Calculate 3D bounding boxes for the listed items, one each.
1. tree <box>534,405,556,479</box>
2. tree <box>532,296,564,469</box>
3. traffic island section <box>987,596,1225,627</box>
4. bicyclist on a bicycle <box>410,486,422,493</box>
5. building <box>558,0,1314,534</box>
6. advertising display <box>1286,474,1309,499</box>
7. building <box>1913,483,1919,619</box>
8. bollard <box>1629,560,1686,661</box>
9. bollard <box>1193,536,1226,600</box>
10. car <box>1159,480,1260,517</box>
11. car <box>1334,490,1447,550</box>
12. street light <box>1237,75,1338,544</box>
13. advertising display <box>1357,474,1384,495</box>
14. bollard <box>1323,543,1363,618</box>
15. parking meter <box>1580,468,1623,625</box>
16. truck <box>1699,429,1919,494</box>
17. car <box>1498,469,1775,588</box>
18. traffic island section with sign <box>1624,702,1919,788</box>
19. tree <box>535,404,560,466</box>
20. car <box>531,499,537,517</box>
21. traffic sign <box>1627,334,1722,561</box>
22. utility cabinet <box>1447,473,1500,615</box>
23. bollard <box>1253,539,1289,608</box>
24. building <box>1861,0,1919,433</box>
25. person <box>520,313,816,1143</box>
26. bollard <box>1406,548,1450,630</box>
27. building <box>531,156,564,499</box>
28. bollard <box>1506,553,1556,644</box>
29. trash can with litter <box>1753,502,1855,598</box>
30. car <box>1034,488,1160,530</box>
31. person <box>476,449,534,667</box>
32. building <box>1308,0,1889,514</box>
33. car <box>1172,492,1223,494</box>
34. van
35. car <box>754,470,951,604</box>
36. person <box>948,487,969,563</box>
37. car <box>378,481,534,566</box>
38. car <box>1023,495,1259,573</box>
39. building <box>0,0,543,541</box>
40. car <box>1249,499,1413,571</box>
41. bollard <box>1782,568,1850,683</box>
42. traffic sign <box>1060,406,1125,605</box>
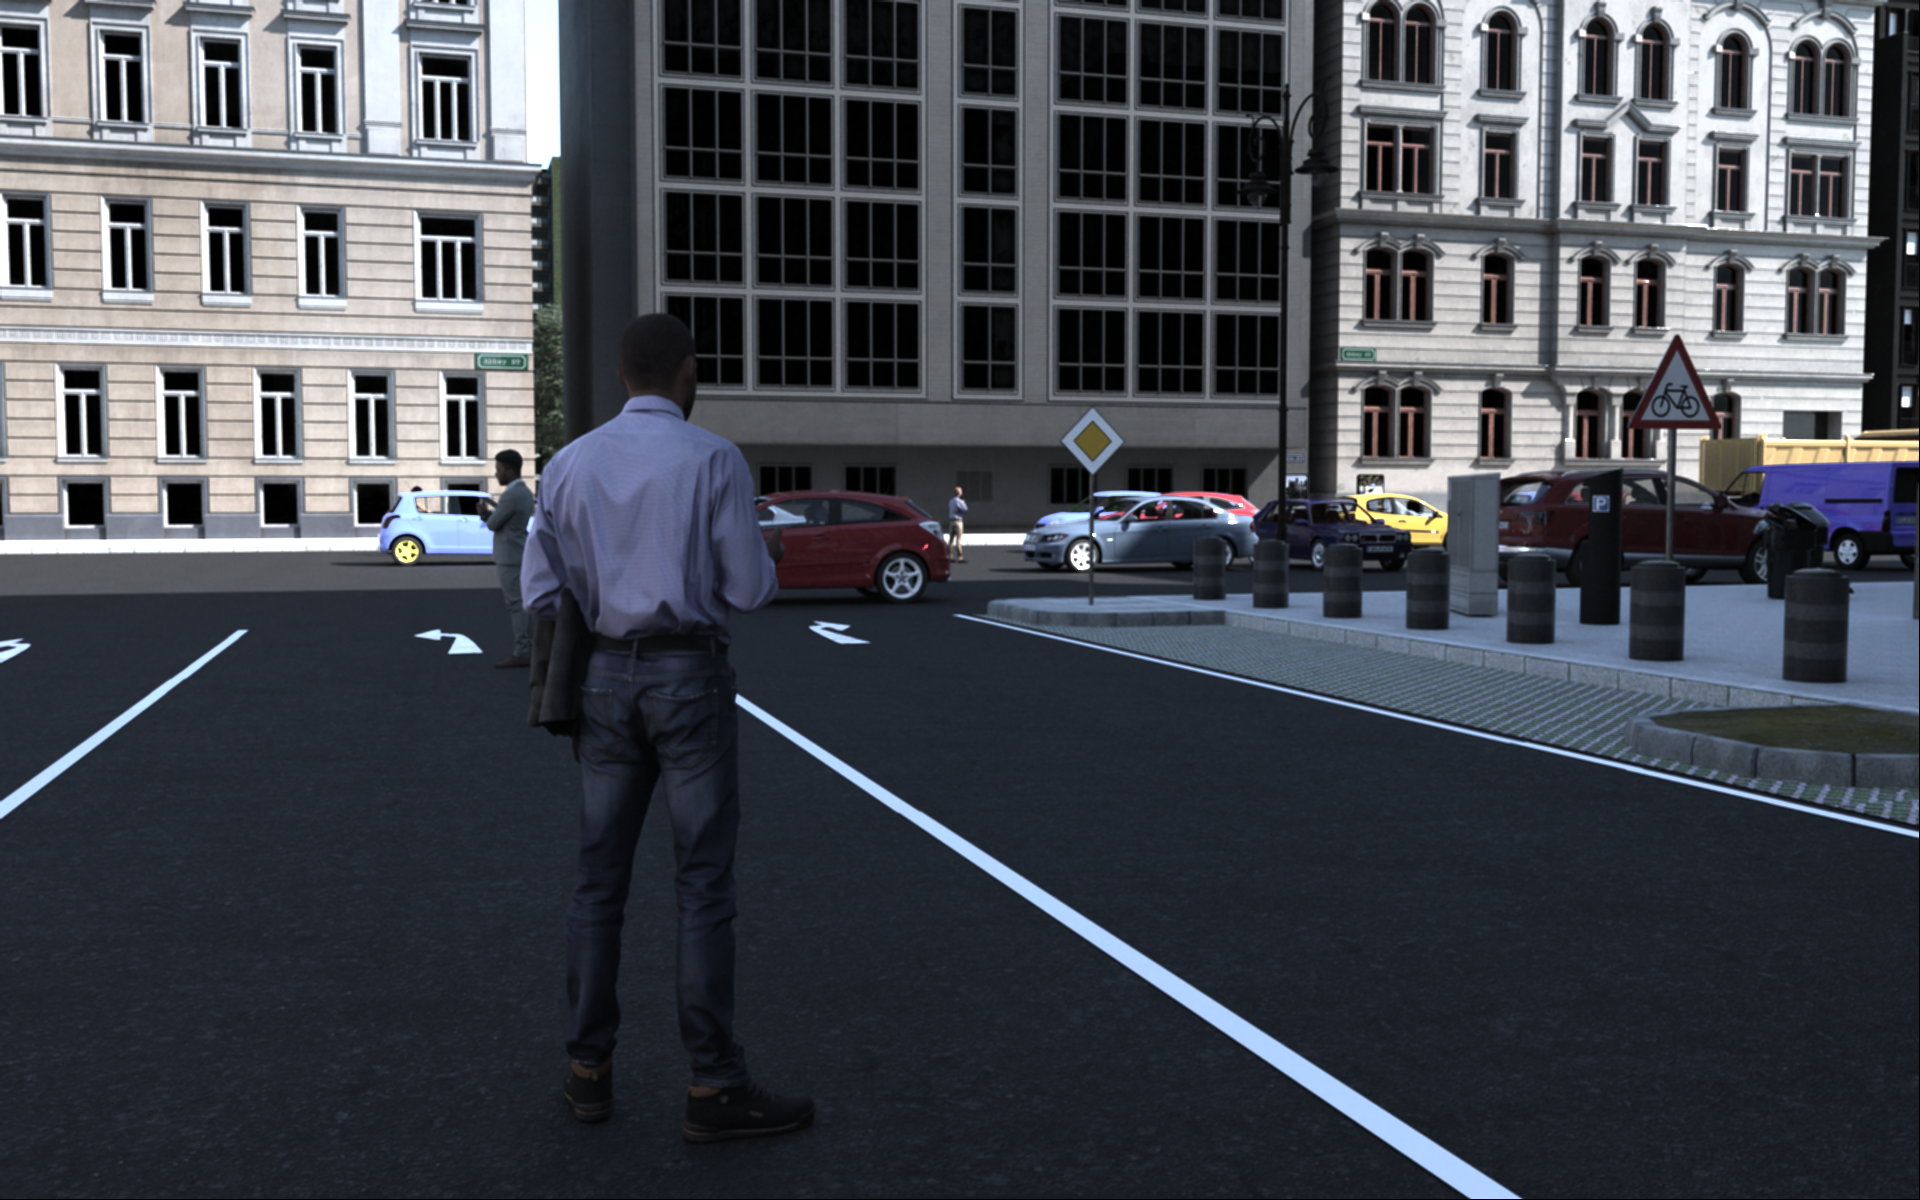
[{"bbox_3d":[-42.599,-15.251,171.406,6.751,12.117,7.091,0,3,0],"label":"tree"},{"bbox_3d":[-24.331,-12.469,110.526,9.857,13.997,8.962,0,3,0],"label":"tree"},{"bbox_3d":[1.531,0.139,20.013,2.009,0.180,2.903,-1,4,-17],"label":"traffic island section"},{"bbox_3d":[-12.611,-1.859,40.416,1.625,1.676,1.499,-1,4,-16],"label":"bicyclist on a bicycle"},{"bbox_3d":[-1.149,-16.289,59.827,24.014,27.812,14.314,-1,4,-17],"label":"building"},{"bbox_3d":[10.781,-3.105,55.987,0.974,1.923,0.123,2,4,26],"label":"advertising display"},{"bbox_3d":[20.902,-10.541,5.632,16.112,22.955,30.059,-1,4,-17],"label":"building"},{"bbox_3d":[5.417,0.077,13.454,0.404,0.777,0.398,0,3,0],"label":"bollard"},{"bbox_3d":[3.052,-0.394,21.162,0.404,0.777,0.398,0,3,0],"label":"bollard"},{"bbox_3d":[4.896,-1.912,40.299,4.494,1.783,2.155,-1,4,-18],"label":"car"},{"bbox_3d":[10.935,-2.030,43.407,3.980,1.641,2.015,-1,4,-18],"label":"car"},{"bbox_3d":[3.680,-2.868,19.685,0.468,5.910,1.993,-1,4,-17],"label":"street light"},{"bbox_3d":[13.491,-3.165,56.965,0.974,1.923,0.123,-1,4,-20],"label":"advertising display"},{"bbox_3d":[3.997,-0.206,18.082,0.404,0.777,0.398,0,3,0],"label":"bollard"},{"bbox_3d":[6.338,-0.532,17.113,0.372,1.533,0.369,0,3,0],"label":"parking meter"},{"bbox_3d":[26.839,-3.405,51.599,9.791,3.379,3.469,-1,4,-17],"label":"truck"},{"bbox_3d":[10.539,-1.117,26.939,5.304,1.827,2.281,-1,4,-17],"label":"car"},{"bbox_3d":[4.794,-0.045,9.357,1.989,1.847,2.006,-1,4,-17],"label":"traffic island section with sign"},{"bbox_3d":[-33.312,-11.712,141.847,4.737,8.622,4.395,0,3,0],"label":"tree"},{"bbox_3d":[-10.735,-1.903,43.700,3.894,1.354,1.945,-1,4,-16],"label":"car"},{"bbox_3d":[5.833,-0.869,14.216,0.884,2.594,0.081,-1,4,-15],"label":"traffic sign"},{"bbox_3d":[5.480,-0.606,18.580,0.318,1.500,1.173,0,4,4],"label":"utility cabinet"},{"bbox_3d":[3.524,-0.300,19.618,0.404,0.777,0.398,0,3,0],"label":"bollard"},{"bbox_3d":[41.061,-14.907,73.403,15.834,23.373,12.332,-1,4,-17],"label":"building"},{"bbox_3d":[-0.649,0.264,4.052,0.709,1.838,0.599,1,4,16],"label":"person"},{"bbox_3d":[4.470,-0.111,16.539,0.404,0.777,0.398,0,3,0],"label":"bollard"},{"bbox_3d":[-51.710,-32.278,211.341,14.086,41.232,14.154,-1,4,-17],"label":"building"},{"bbox_3d":[4.946,-0.017,14.992,0.404,0.777,0.398,0,3,0],"label":"bollard"},{"bbox_3d":[10.380,-0.606,21.299,1.055,1.170,0.624,-1,4,-9],"label":"trash can with litter"},{"bbox_3d":[3.638,-2.044,43.017,3.694,1.707,1.945,-1,4,-15],"label":"car"},{"bbox_3d":[-3.795,-0.355,14.485,0.466,1.800,0.511,-1,4,-13],"label":"person"},{"bbox_3d":[21.521,-17.101,66.989,23.554,28.519,14.401,-1,4,-17],"label":"building"},{"bbox_3d":[6.116,-2.394,48.739,3.694,1.707,1.945,-1,4,-18],"label":"car"},{"bbox_3d":[17.121,-1.842,34.494,2.240,2.365,5.245,-1,4,-18],"label":"van"},{"bbox_3d":[-2.369,-0.853,22.990,4.494,1.783,2.155,-1,4,-15],"label":"car"},{"bbox_3d":[-0.057,-1.567,36.188,0.319,1.574,0.516,-2,4,-34],"label":"person"},{"bbox_3d":[-9.995,-1.585,35.511,3.694,1.707,1.945,-1,4,-17],"label":"car"},{"bbox_3d":[3.391,-1.264,32.677,4.499,1.417,2.014,-1,4,-18],"label":"car"},{"bbox_3d":[-23.651,-16.385,53.791,20.117,28.700,13.634,-1,4,-17],"label":"building"},{"bbox_3d":[7.079,-1.280,33.509,1.945,1.354,3.894,-1,4,-18],"label":"car"},{"bbox_3d":[5.889,0.171,11.917,0.404,0.777,0.398,0,3,0],"label":"bollard"},{"bbox_3d":[1.511,-0.996,19.929,0.795,2.450,0.064,-1,4,-17],"label":"traffic sign"}]
